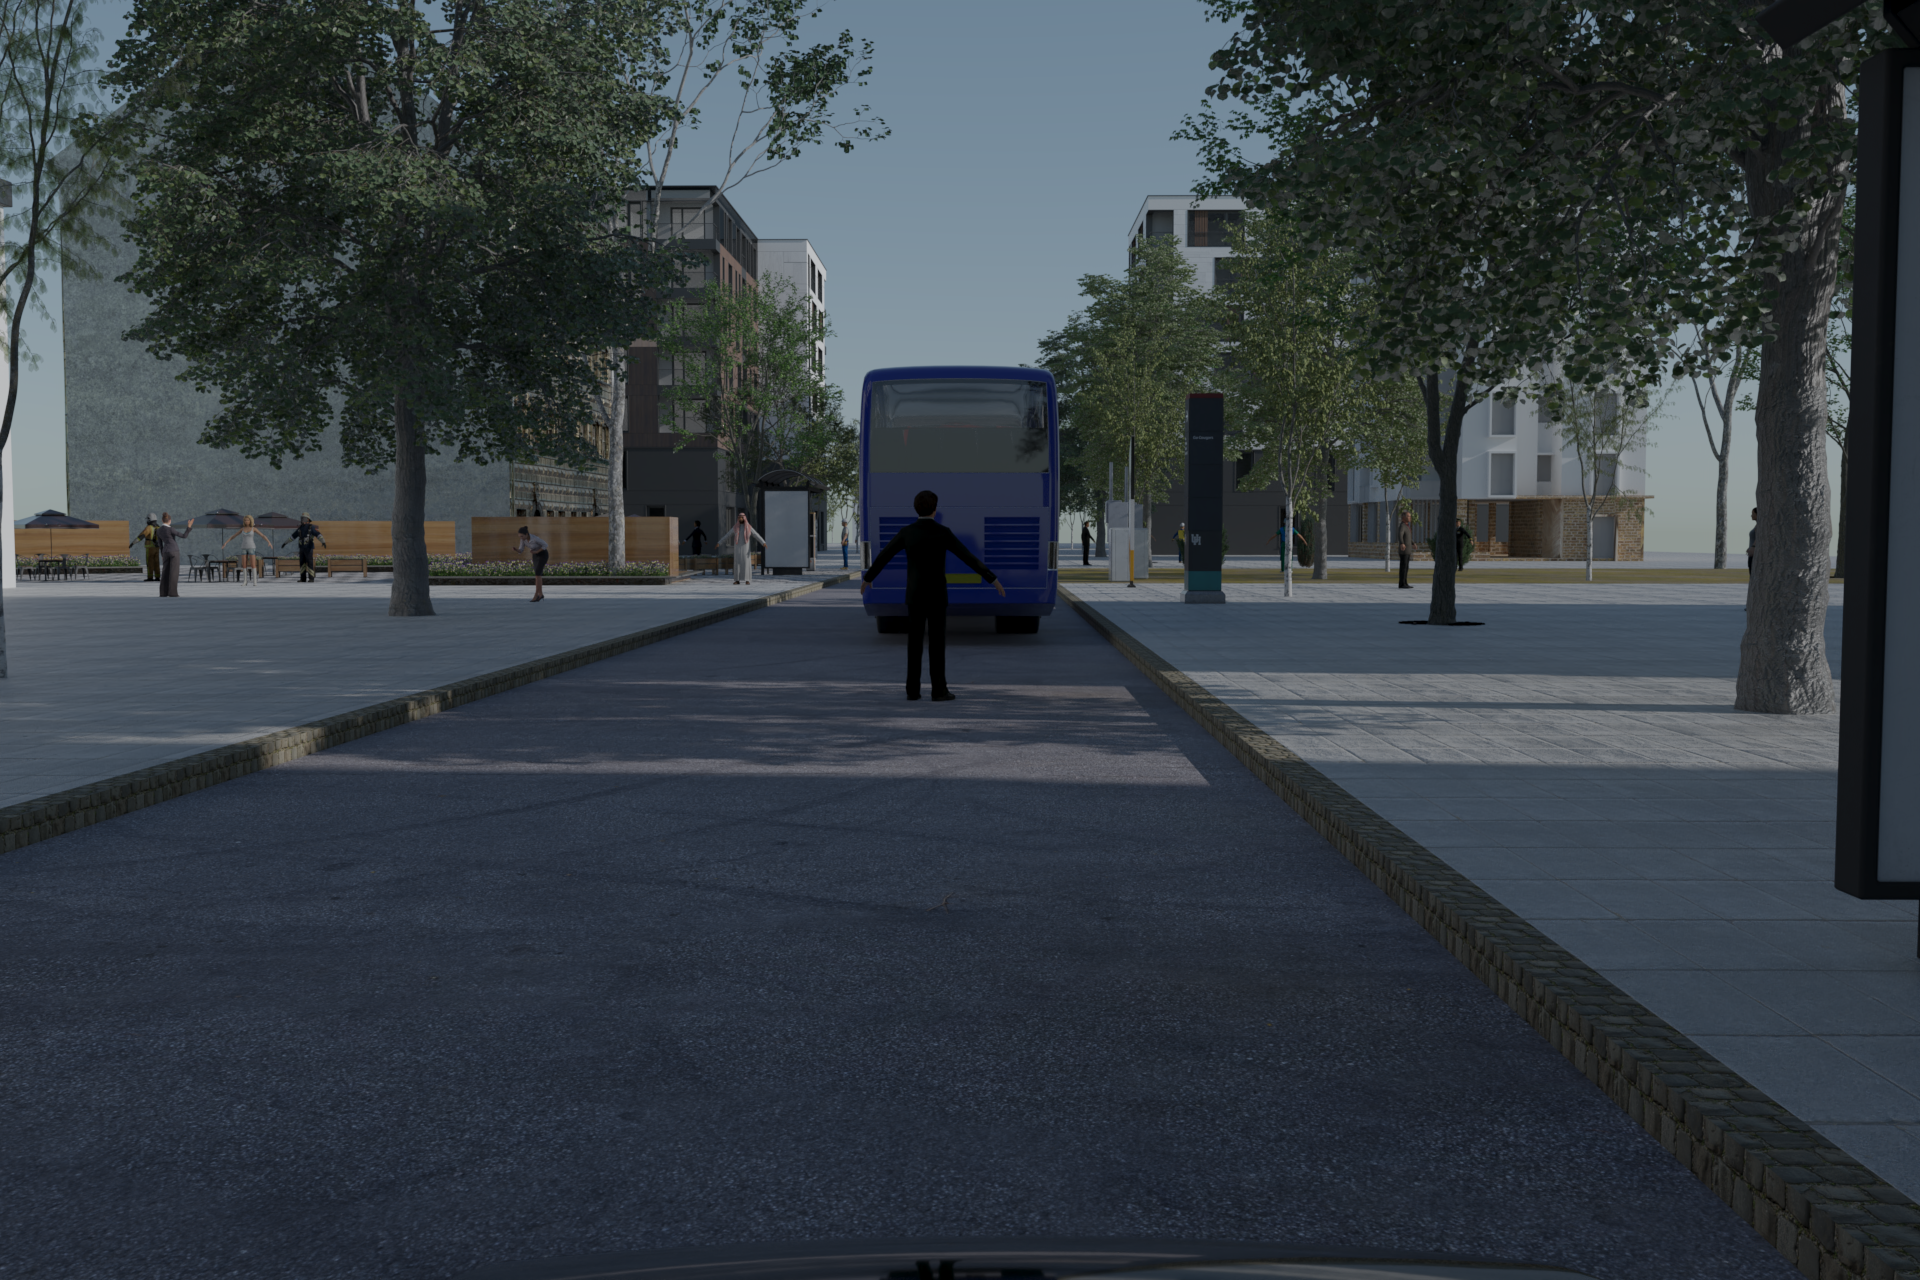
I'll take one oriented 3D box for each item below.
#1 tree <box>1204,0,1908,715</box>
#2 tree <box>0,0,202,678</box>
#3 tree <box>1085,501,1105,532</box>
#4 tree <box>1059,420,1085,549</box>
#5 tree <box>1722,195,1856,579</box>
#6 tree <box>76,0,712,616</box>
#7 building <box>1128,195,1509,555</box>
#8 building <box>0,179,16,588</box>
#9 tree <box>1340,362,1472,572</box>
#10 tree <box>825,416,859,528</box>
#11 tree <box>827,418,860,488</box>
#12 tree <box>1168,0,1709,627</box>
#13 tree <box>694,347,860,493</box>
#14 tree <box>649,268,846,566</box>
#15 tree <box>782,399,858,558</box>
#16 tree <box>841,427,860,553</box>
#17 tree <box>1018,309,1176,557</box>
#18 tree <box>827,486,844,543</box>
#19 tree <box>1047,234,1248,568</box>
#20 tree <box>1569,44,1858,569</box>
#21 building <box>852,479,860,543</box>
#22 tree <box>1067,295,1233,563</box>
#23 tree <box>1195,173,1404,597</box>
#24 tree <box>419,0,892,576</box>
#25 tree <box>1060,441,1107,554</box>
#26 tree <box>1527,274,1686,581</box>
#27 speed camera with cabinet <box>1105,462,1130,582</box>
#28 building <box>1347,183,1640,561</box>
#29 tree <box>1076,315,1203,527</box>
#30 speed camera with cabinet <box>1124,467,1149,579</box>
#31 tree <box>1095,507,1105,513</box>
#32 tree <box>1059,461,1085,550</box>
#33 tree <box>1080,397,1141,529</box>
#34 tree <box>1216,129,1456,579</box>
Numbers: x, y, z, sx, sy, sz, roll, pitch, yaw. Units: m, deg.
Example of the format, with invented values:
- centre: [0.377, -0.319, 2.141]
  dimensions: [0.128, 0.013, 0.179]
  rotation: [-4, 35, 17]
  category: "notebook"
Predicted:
- centre: [5.905, -6.458, 12.239]
  dimensions: [9.857, 13.997, 8.962]
  rotation: [0, 3, 0]
  category: "tree"
- centre: [-8.483, -3.955, 15.021]
  dimensions: [4.360, 8.622, 3.978]
  rotation: [0, 3, 0]
  category: "tree"
- centre: [18.918, -17.478, 236.129]
  dimensions: [4.737, 8.622, 4.395]
  rotation: [0, 3, 0]
  category: "tree"
- centre: [8.443, -13.782, 151.089]
  dimensions: [9.928, 11.665, 9.643]
  rotation: [0, 3, 0]
  category: "tree"
- centre: [25.887, -7.606, 50.109]
  dimensions: [9.928, 11.665, 9.643]
  rotation: [0, 3, 0]
  category: "tree"
- centre: [-8.640, -7.361, 27.005]
  dimensions: [9.857, 13.997, 8.962]
  rotation: [0, 3, 0]
  category: "tree"
- centre: [25.428, -16.934, 120.849]
  dimensions: [27.936, 21.610, 32.646]
  rotation: [0, 4, 1]
  category: "building"
- centre: [-23.641, -5.223, 27.538]
  dimensions: [9.099, 9.664, 28.070]
  rotation: [0, 4, 1]
  category: "building"
- centre: [14.772, -6.624, 58.660]
  dimensions: [4.737, 8.622, 4.395]
  rotation: [0, 3, 0]
  category: "tree"
- centre: [-6.859, -9.388, 103.853]
  dimensions: [4.737, 8.622, 4.395]
  rotation: [0, 3, 0]
  category: "tree"
- centre: [-6.244, -14.325, 144.591]
  dimensions: [12.009, 13.543, 11.850]
  rotation: [0, 3, 0]
  category: "tree"
- centre: [6.777, -6.008, 23.988]
  dimensions: [9.928, 11.665, 9.643]
  rotation: [0, 3, 0]
  category: "tree"
- centre: [-7.998, -9.003, 81.608]
  dimensions: [8.767, 10.594, 7.601]
  rotation: [-3, 5, -43]
  category: "tree"
- centre: [-8.392, -8.768, 69.118]
  dimensions: [9.928, 11.665, 9.643]
  rotation: [0, 3, 0]
  category: "tree"
- centre: [-7.516, -8.628, 91.437]
  dimensions: [4.737, 8.622, 4.395]
  rotation: [0, 3, 0]
  category: "tree"
- centre: [-7.140, -10.150, 116.316]
  dimensions: [4.360, 8.622, 3.978]
  rotation: [0, 3, 0]
  category: "tree"
- centre: [7.773, -11.612, 96.504]
  dimensions: [9.857, 13.997, 8.962]
  rotation: [0, 3, 0]
  category: "tree"
- centre: [-17.662, -17.496, 236.416]
  dimensions: [4.737, 8.622, 4.395]
  rotation: [0, 3, 0]
  category: "tree"
- centre: [7.205, -9.011, 65.453]
  dimensions: [7.486, 12.596, 7.792]
  rotation: [0, 3, 0]
  category: "tree"
- centre: [28.632, -12.773, 64.734]
  dimensions: [12.611, 20.169, 13.585]
  rotation: [0, 3, 0]
  category: "tree"
- centre: [-0.594, -18.087, 240.322]
  dimensions: [28.070, 9.664, 9.099]
  rotation: [0, 4, 4]
  category: "building"
- centre: [8.199, -9.179, 75.827]
  dimensions: [9.928, 11.665, 9.643]
  rotation: [0, 3, 0]
  category: "tree"
- centre: [6.967, -5.192, 35.257]
  dimensions: [4.737, 8.622, 4.395]
  rotation: [0, 3, 0]
  category: "tree"
- centre: [-8.169, -11.538, 44.531]
  dimensions: [12.611, 20.169, 13.585]
  rotation: [0, 3, 0]
  category: "tree"
- centre: [7.915, -9.918, 112.515]
  dimensions: [4.360, 8.622, 3.978]
  rotation: [0, 3, 0]
  category: "tree"
- centre: [17.405, -5.961, 47.825]
  dimensions: [4.360, 8.622, 3.978]
  rotation: [0, 3, 0]
  category: "tree"
- centre: [4.330, -3.224, 47.047]
  dimensions: [0.660, 3.252, 2.038]
  rotation: [0, 4, 1]
  category: "speed camera with cabinet"
- centre: [26.464, -14.531, 94.007]
  dimensions: [16.016, 20.090, 11.380]
  rotation: [0, 4, 1]
  category: "building"
- centre: [6.090, -6.659, 59.233]
  dimensions: [4.737, 8.622, 4.395]
  rotation: [0, 3, 0]
  category: "tree"
- centre: [5.072, -3.413, 50.143]
  dimensions: [0.660, 3.252, 2.038]
  rotation: [0, 4, 0]
  category: "speed camera with cabinet"
- centre: [21.408, -17.797, 241.347]
  dimensions: [4.360, 8.622, 3.978]
  rotation: [0, 3, 0]
  category: "tree"
- centre: [9.279, -11.762, 142.677]
  dimensions: [4.360, 8.622, 3.978]
  rotation: [0, 3, 0]
  category: "tree"
- centre: [7.883, -8.461, 88.697]
  dimensions: [4.737, 8.622, 4.395]
  rotation: [0, 3, 0]
  category: "tree"
- centre: [10.641, -8.019, 49.238]
  dimensions: [7.486, 12.596, 7.792]
  rotation: [0, 3, 0]
  category: "tree"
